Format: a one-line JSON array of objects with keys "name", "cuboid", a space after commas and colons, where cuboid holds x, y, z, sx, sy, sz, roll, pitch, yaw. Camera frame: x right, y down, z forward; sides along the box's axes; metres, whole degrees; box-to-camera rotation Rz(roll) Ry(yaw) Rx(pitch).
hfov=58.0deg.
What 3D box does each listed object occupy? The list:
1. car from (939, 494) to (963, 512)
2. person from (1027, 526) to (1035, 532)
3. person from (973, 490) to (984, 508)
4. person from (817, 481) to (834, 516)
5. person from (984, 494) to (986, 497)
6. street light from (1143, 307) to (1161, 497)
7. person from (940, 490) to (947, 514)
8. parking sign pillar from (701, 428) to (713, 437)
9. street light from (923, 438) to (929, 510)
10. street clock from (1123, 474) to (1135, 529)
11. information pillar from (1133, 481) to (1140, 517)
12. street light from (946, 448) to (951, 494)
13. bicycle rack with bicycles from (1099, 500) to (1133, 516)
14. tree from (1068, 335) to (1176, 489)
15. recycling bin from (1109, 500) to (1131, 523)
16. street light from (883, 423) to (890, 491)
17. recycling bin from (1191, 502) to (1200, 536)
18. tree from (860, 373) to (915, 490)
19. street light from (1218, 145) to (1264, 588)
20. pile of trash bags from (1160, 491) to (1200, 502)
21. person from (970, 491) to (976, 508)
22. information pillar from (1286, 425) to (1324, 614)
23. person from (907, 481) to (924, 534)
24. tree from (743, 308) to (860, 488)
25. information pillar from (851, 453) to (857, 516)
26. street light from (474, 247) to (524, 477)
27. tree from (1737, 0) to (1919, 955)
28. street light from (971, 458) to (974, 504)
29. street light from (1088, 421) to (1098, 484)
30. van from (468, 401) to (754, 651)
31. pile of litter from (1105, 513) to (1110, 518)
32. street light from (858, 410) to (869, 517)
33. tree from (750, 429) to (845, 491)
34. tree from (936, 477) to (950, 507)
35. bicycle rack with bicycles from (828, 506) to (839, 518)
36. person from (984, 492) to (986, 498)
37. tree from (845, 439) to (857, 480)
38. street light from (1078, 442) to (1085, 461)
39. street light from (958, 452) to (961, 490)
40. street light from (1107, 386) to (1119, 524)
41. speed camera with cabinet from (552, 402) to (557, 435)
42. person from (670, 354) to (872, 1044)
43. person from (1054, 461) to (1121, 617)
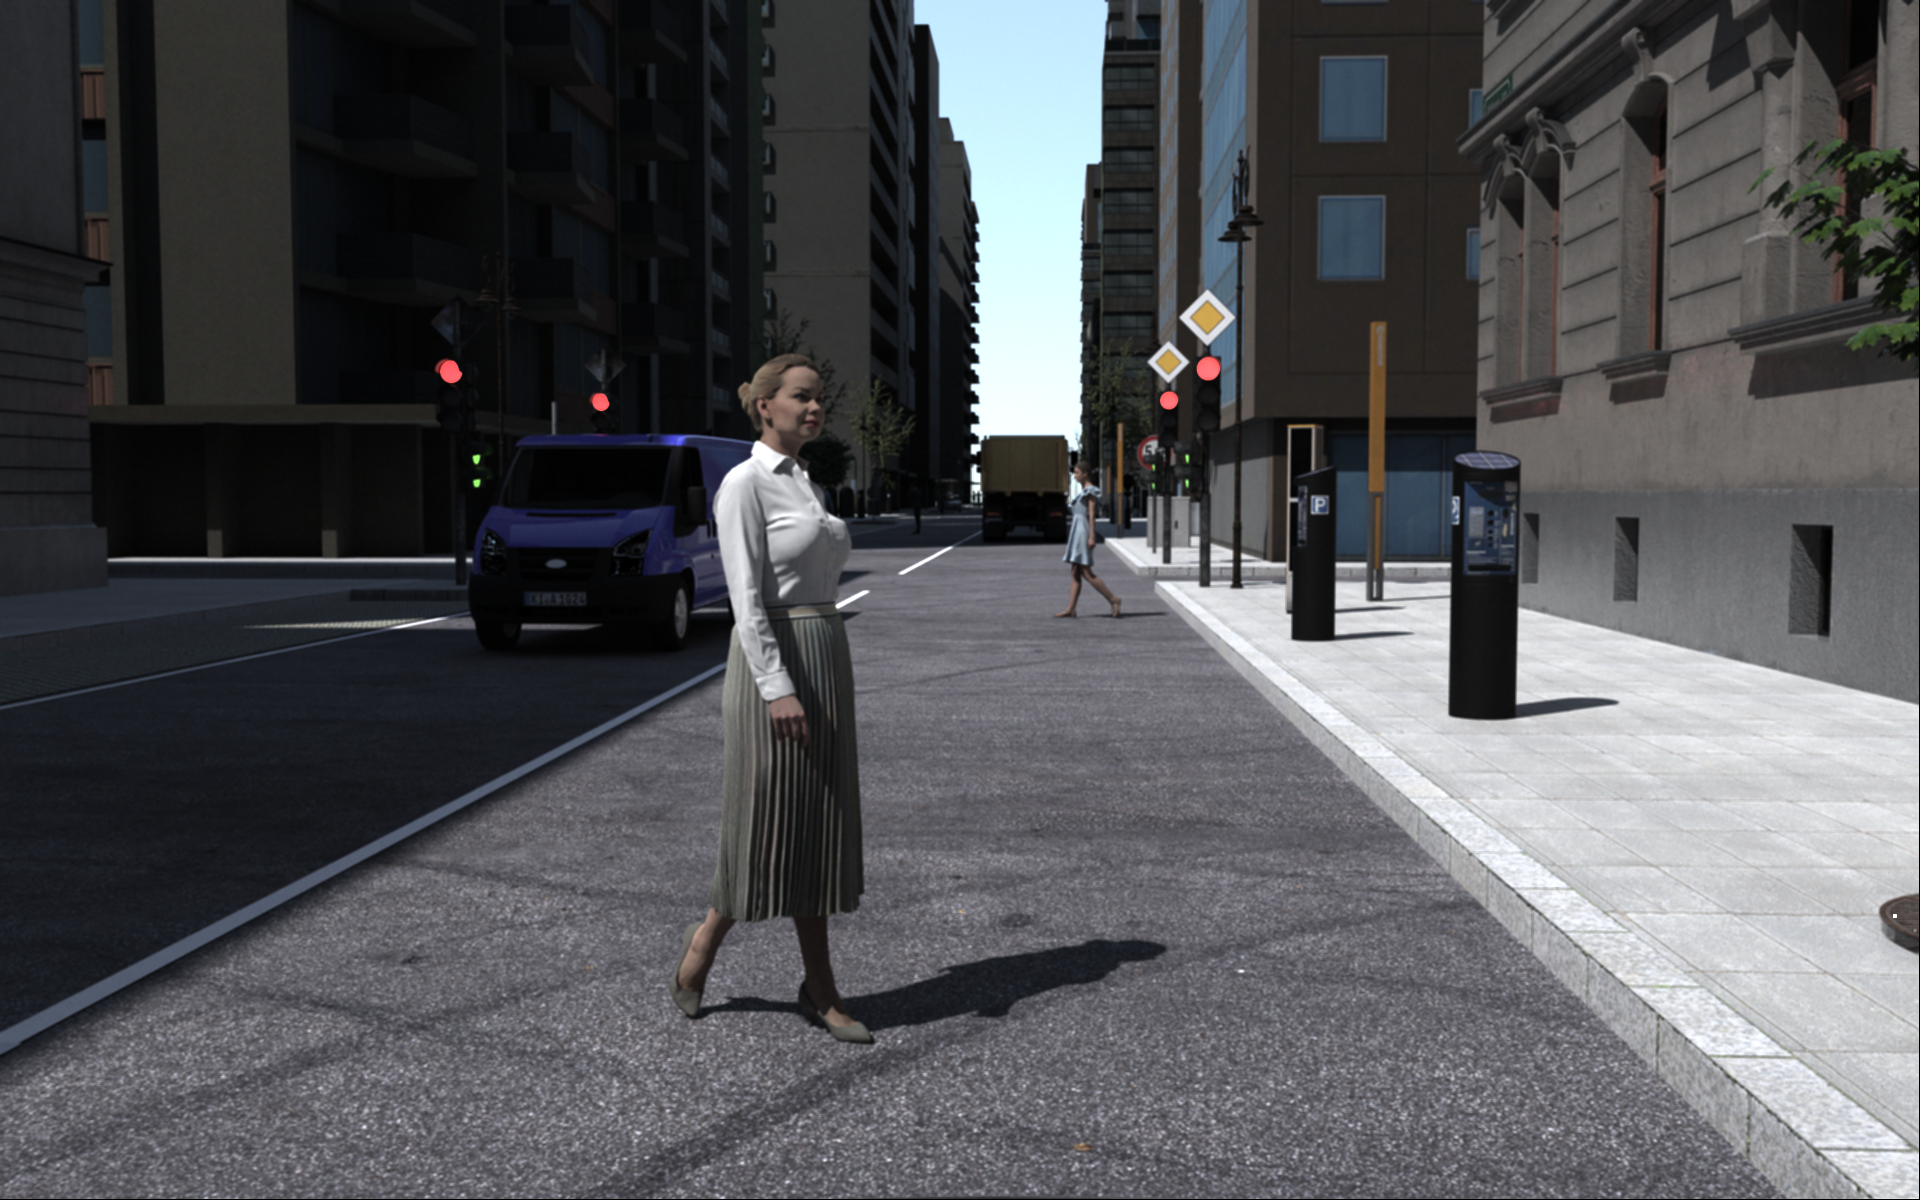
[{"name": "car", "cuboid": [-0.759, -7.686, 137.674, 2.014, 1.417, 4.499, 0, 4, 2]}, {"name": "person", "cuboid": [2.649, -3.469, 65.883, 0.731, 1.740, 0.598, 2, 4, 35]}, {"name": "person", "cuboid": [1.936, -10.444, 179.240, 1.348, 1.826, 0.705, -1, 4, -19]}, {"name": "person", "cuboid": [-3.992, -2.545, 50.130, 0.660, 1.820, 0.620, -1, 4, -10]}, {"name": "person", "cuboid": [3.161, -11.749, 200.696, 1.348, 1.812, 0.705, -3, 4, -37]}, {"name": "street light", "cuboid": [4.785, -4.289, 42.910, 0.468, 5.910, 1.993, 0, 4, 3]}, {"name": "person", "cuboid": [-1.192, -7.015, 123.908, 0.721, 1.735, 1.217, 1, 4, 20]}, {"name": "parking sign pillar", "cuboid": [-10.696, -5.031, 70.729, 1.447, 3.967, 1.447, 0, 4, 8]}, {"name": "street light", "cuboid": [-2.772, -10.264, 140.596, 0.468, 5.910, 1.993, 0, 4, 3]}, {"name": "street clock", "cuboid": [6.155, -3.605, 63.519, 0.471, 2.002, 0.358, 2, 4, 25]}, {"name": "information pillar", "cuboid": [9.901, -5.669, 97.180, 0.304, 2.012, 0.304, 3, 4, 38]}, {"name": "street light", "cuboid": [-1.168, -12.184, 171.990, 0.468, 5.910, 1.993, 0, 4, 3]}, {"name": "bicycle rack with bicycles", "cuboid": [9.344, -5.507, 103.422, 2.925, 0.926, 2.852, -1, 4, -8]}, {"name": "tree", "cuboid": [7.541, -7.915, 79.772, 4.737, 8.622, 4.395, 0, 3, 0]}, {"name": "recycling bin", "cuboid": [7.068, -3.905, 76.403, 0.722, 1.027, 0.722, -2, 4, -25]}, {"name": "street light", "cuboid": [-4.534, -8.339, 109.133, 0.468, 5.910, 1.993, 0, 4, 3]}, {"name": "recycling bin", "cuboid": [7.098, -2.471, 52.958, 0.722, 1.027, 0.722, 2, 4, 25]}, {"name": "tree", "cuboid": [-5.056, -9.461, 105.045, 4.737, 8.622, 4.395, 0, 3, 0]}, {"name": "street light", "cuboid": [3.773, -3.097, 23.431, 0.468, 5.910, 1.993, 0, 4, 3]}, {"name": "pile of trash bags", "cuboid": [7.248, -2.884, 56.912, 1.912, 1.369, 3.447, 1, 4, 23]}, {"name": "person", "cuboid": [1.339, -10.618, 182.626, 0.750, 1.759, 0.617, 1, 4, 13]}, {"name": "information pillar", "cuboid": [3.689, -0.860, 18.545, 0.304, 2.012, 0.304, 2, 4, 28]}, {"name": "person", "cuboid": [-1.632, -3.369, 62.948, 0.474, 1.900, 0.648, 2, 4, 28]}, {"name": "tree", "cuboid": [-6.619, -7.191, 67.941, 4.737, 8.622, 4.395, 0, 3, 0]}, {"name": "information pillar", "cuboid": [-6.109, -6.607, 99.376, 0.183, 3.616, 0.504, -2, 4, -35]}, {"name": "street light", "cuboid": [-8.661, -3.664, 32.687, 0.468, 5.910, 1.993, 0, 4, 3]}, {"name": "tree", "cuboid": [3.273, -0.617, 4.688, 1.663, 3.219, 1.824, 0, 3, 0]}, {"name": "street light", "cuboid": [1.623, -15.367, 224.033, 0.468, 5.910, 1.993, 0, 4, 3]}, {"name": "street light", "cuboid": [8.278, -8.163, 106.261, 0.468, 5.910, 1.993, 0, 4, 3]}, {"name": "van", "cuboid": [-3.324, -0.810, 17.625, 2.240, 2.365, 5.245, 0, 4, 4]}, {"name": "pile of litter", "cuboid": [8.350, -4.885, 93.836, 1.176, 0.858, 1.719, 2, 4, 30]}, {"name": "street light", "cuboid": [-5.298, -7.503, 95.467, 0.468, 5.910, 1.993, 0, 4, 3]}, {"name": "tree", "cuboid": [-7.526, -5.483, 73.366, 4.285, 4.588, 4.351, 0, 3, 0]}, {"name": "tree", "cuboid": [-2.093, -11.072, 175.632, 1.663, 3.219, 1.824, 0, 3, 0]}, {"name": "bicycle rack with bicycles", "cuboid": [-8.364, -5.365, 101.097, 2.852, 0.926, 2.925, -3, 5, -41]}, {"name": "person", "cuboid": [3.218, -12.382, 211.870, 0.541, 1.710, 0.530, 0, 4, -7]}, {"name": "tree", "cuboid": [-6.748, -6.235, 85.649, 4.285, 4.588, 4.351, 0, 3, 0]}, {"name": "street light", "cuboid": [10.764, -10.931, 151.508, 0.468, 5.910, 1.993, 0, 4, 3]}, {"name": "street light", "cuboid": [-0.066, -13.441, 192.547, 0.468, 5.910, 1.993, 0, 4, 3]}, {"name": "street light", "cuboid": [6.564, -6.211, 74.339, 0.468, 5.910, 1.993, 0, 4, 3]}, {"name": "speed camera with cabinet", "cuboid": [-8.488, -2.589, 36.661, 0.660, 3.252, 2.038, 0, 4, -4]}, {"name": "person", "cuboid": [-0.518, 0.252, 4.604, 0.641, 1.798, 0.478, 3, 4, 37]}, {"name": "person", "cuboid": [1.476, -0.699, 20.030, 0.778, 1.811, 0.616, 0, 4, 7]}]
